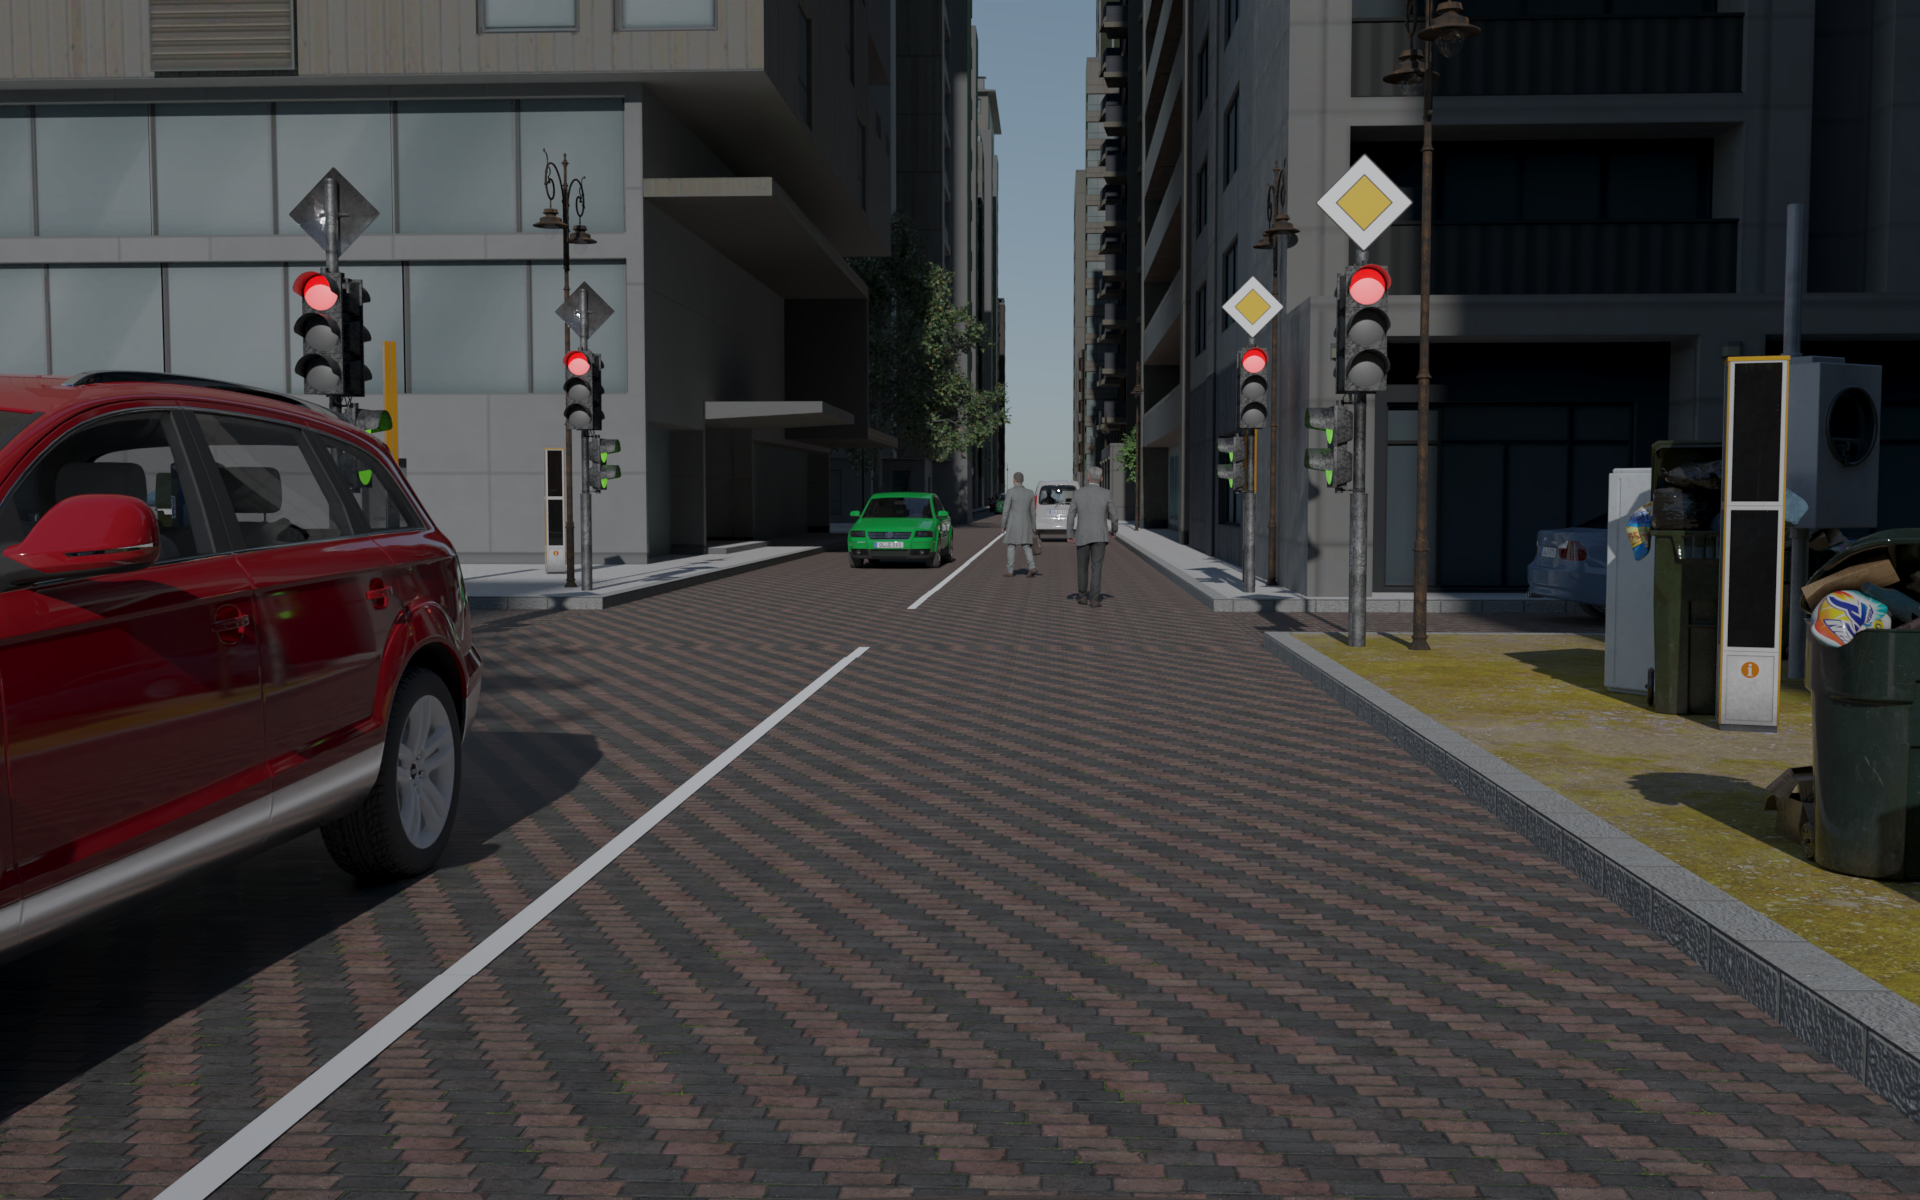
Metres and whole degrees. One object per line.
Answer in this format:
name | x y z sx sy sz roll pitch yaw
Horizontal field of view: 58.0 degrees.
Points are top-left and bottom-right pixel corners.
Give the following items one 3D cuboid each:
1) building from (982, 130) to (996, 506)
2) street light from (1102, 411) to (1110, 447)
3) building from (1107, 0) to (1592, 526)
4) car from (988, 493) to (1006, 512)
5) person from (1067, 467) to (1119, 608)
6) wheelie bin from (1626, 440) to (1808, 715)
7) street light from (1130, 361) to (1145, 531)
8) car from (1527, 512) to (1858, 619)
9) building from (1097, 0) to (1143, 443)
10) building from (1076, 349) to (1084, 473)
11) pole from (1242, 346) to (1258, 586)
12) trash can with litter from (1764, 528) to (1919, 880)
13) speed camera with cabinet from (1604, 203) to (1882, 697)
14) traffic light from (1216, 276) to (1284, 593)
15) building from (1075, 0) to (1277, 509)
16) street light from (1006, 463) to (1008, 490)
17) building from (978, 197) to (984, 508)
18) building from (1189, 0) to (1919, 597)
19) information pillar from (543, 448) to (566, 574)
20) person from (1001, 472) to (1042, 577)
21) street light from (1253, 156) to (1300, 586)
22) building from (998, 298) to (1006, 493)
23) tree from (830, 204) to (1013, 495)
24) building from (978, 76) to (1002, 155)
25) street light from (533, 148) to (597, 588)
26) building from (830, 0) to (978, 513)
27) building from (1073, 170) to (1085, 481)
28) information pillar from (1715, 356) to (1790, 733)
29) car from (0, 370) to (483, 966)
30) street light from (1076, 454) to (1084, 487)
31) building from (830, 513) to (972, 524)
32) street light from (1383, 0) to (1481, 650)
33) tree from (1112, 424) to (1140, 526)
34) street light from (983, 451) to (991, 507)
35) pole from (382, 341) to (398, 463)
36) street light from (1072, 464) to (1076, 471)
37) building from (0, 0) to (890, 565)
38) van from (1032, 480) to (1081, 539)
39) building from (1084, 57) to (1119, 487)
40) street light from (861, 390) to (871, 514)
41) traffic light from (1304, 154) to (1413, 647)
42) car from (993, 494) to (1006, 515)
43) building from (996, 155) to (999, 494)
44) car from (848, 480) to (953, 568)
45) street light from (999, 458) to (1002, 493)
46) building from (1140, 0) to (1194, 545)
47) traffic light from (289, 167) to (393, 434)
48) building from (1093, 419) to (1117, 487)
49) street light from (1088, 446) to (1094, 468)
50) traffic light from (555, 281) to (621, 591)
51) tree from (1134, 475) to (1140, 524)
building | -3.662 -30.922 189.174 14.154 41.232 14.086 0 4 3
street light | 8.387 -7.745 99.418 0.468 5.910 1.993 0 4 3
building | 17.655 -39.577 85.335 20.563 71.187 20.611 0 4 3
car | 3.304 -7.889 138.027 2.155 1.783 4.494 0 4 4
person | 1.694 -0.813 22.190 0.661 1.777 0.834 0 4 2
wheelie bin | 4.420 -0.137 10.153 0.980 1.594 0.693 1 4 22
street light | 6.171 -5.355 60.340 0.468 5.910 1.993 0 4 3
car | 8.670 -0.439 19.182 4.499 1.417 2.014 0 4 3
building | 20.225 -28.014 112.648 22.147 44.769 28.867 0 4 3
building | 28.791 -22.958 220.394 27.650 21.520 28.899 0 4 3
pole | 4.009 -1.841 23.942 0.158 3.312 0.155 0 3 0
trash can with litter | 3.130 0.323 6.108 0.624 1.170 1.055 0 4 5
speed camera with cabinet | 5.197 -1.045 11.416 2.038 3.252 0.660 -2 4 -29
traffic light | 3.756 -2.052 22.471 0.839 4.253 0.868 0 4 3
building | 23.422 -46.249 194.420 20.563 71.187 20.611 0 4 3
street light | 7.009 -17.330 256.126 0.468 5.910 1.993 0 4 3
building | -5.046 -23.879 162.122 14.160 30.474 14.107 0 4 3
building | 15.156 -36.133 29.023 20.611 71.187 20.563 0 4 3
information pillar | -6.513 -1.427 27.820 0.304 2.012 0.304 -1 4 -19
person | 1.022 -1.299 29.847 0.694 1.812 0.767 -2 4 -26
street light | 4.382 -3.142 24.152 0.468 5.910 1.993 0 4 3
building | -0.762 -28.994 245.752 14.160 30.474 14.107 0 4 3
tree | -3.180 -9.211 67.607 9.611 12.733 9.660 0 3 0
building | -9.333 -38.830 224.101 28.713 52.752 27.495 0 4 3
street light | -5.355 -3.111 23.655 0.468 5.910 1.993 0 4 3
building | -5.754 -28.348 147.087 14.154 41.232 14.086 0 4 3
building | 26.823 -37.998 244.972 21.300 48.544 21.600 0 4 3
information pillar | 4.302 -0.301 9.413 0.304 2.012 0.304 1 4 20
car | -3.105 0.219 5.093 2.281 1.827 5.304 0 4 4
street light | 12.826 -12.922 184.058 0.468 5.910 1.993 0 4 3
building | -6.749 -24.308 81.031 14.154 41.232 14.086 0 4 3
street light | 3.790 -2.527 14.108 0.468 5.910 1.993 0 4 3
tree | 7.721 -5.216 69.003 4.285 4.588 4.351 0 3 0
street light | 2.594 -12.238 172.872 0.468 5.910 1.993 0 4 3
pole | -7.620 -1.797 23.216 0.158 3.312 0.155 0 3 0
street light | 14.750 -15.135 220.239 0.468 5.910 1.993 0 4 3
building | -16.098 -27.734 42.685 28.713 52.752 27.495 0 4 3
van | 3.016 -2.808 52.922 2.013 2.044 4.112 0 4 3
building | 18.925 -29.480 165.588 14.154 41.232 14.086 0 4 3
street light | -3.363 -5.329 59.916 0.468 5.910 1.993 0 4 3
traffic light | 3.330 -1.564 14.497 0.839 4.253 0.868 0 4 3
car | 3.403 -6.731 121.856 2.131 1.459 4.920 0 4 4
building | -2.735 -31.788 203.321 14.154 41.232 14.086 0 4 3
car | -1.155 -1.597 34.905 1.959 1.807 4.718 0 4 5
street light | 5.142 -15.096 219.610 0.468 5.910 1.993 0 4 3
building | 16.786 -26.206 52.176 21.300 48.544 21.600 0 4 3
traffic light | -5.370 -1.592 14.945 0.839 4.253 0.868 0 4 3
building | 22.579 -50.692 141.478 22.319 86.520 31.000 0 4 3
street light | 10.260 -9.970 135.789 0.468 5.910 1.993 0 4 3
traffic light | -4.944 -2.079 22.918 0.839 4.253 0.868 0 4 3
tree | 8.167 -4.816 73.348 1.663 3.219 1.824 0 3 0
